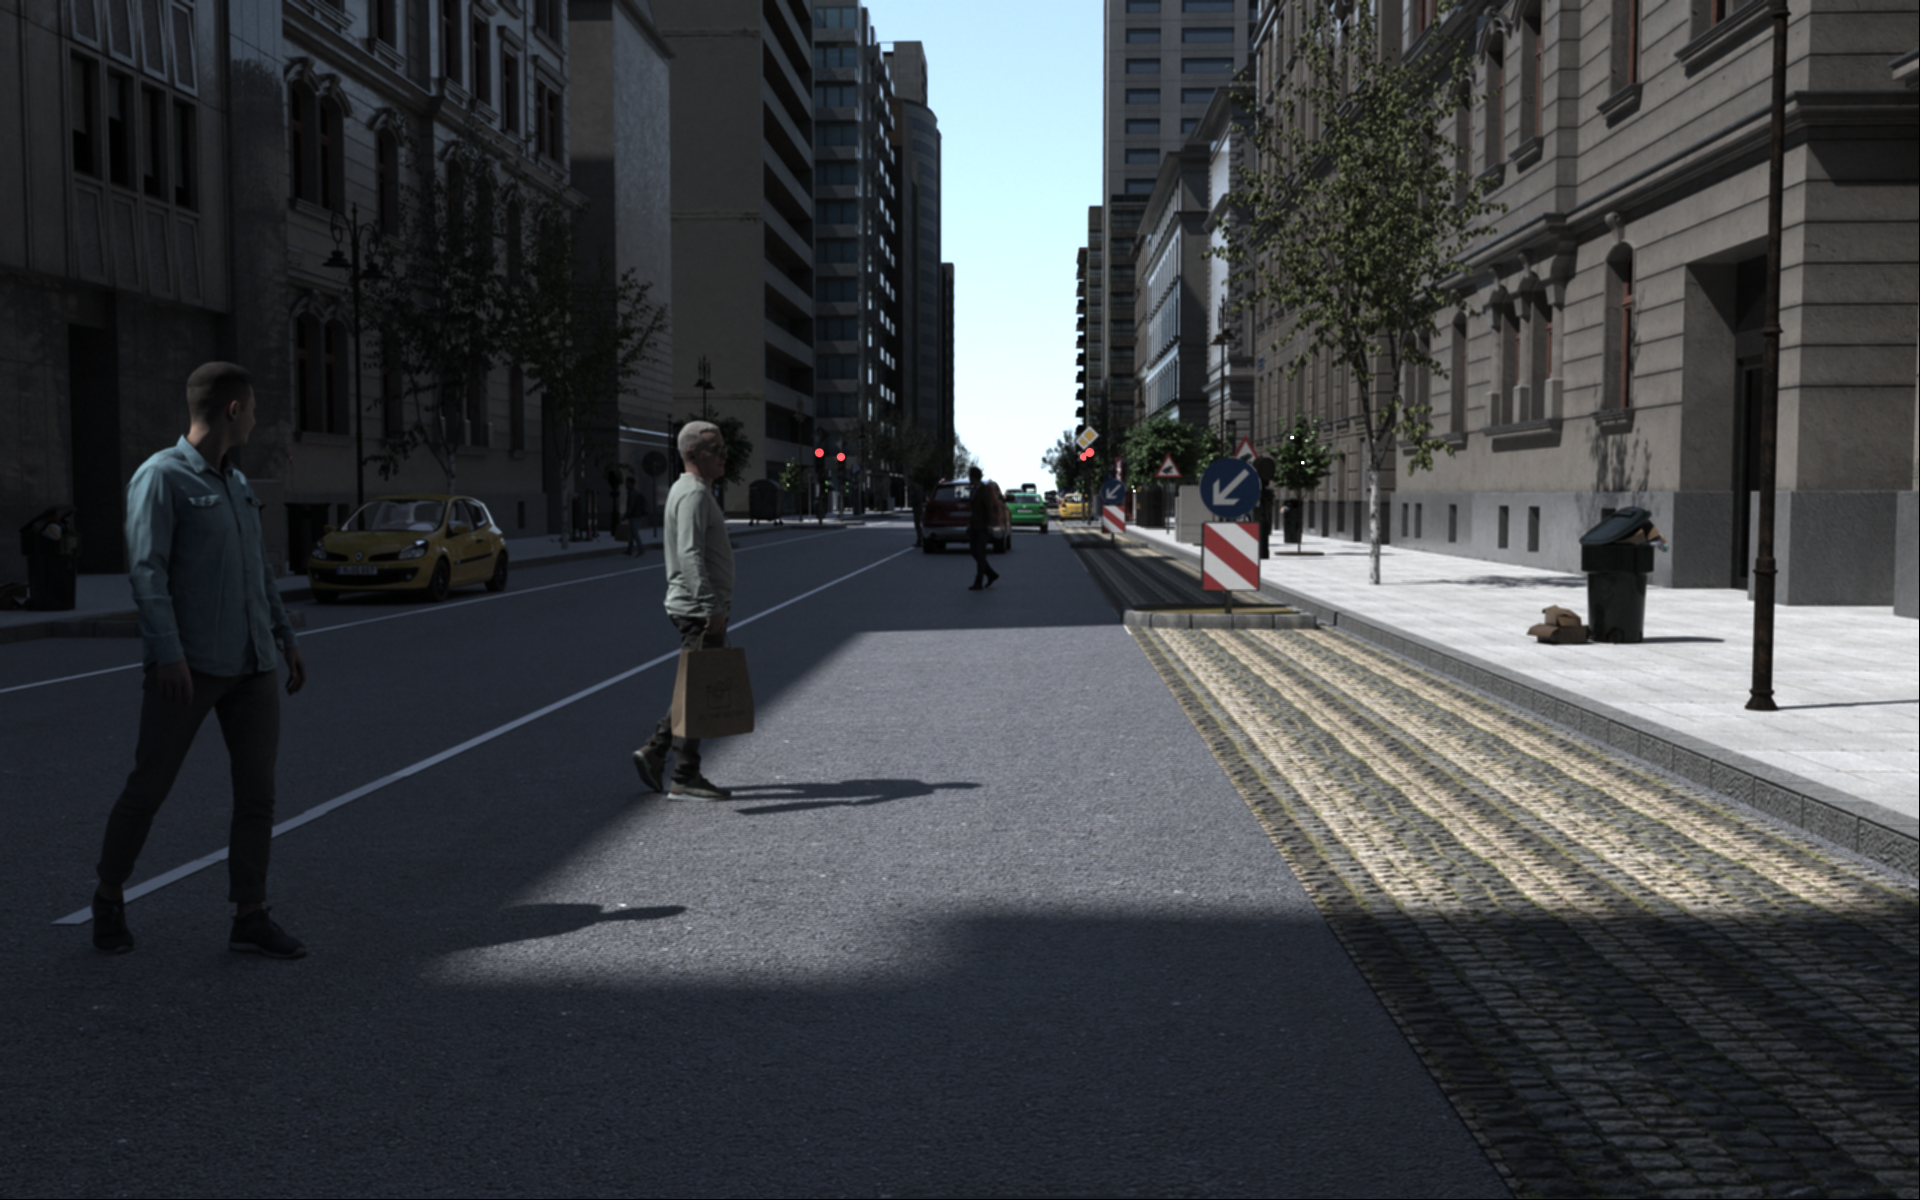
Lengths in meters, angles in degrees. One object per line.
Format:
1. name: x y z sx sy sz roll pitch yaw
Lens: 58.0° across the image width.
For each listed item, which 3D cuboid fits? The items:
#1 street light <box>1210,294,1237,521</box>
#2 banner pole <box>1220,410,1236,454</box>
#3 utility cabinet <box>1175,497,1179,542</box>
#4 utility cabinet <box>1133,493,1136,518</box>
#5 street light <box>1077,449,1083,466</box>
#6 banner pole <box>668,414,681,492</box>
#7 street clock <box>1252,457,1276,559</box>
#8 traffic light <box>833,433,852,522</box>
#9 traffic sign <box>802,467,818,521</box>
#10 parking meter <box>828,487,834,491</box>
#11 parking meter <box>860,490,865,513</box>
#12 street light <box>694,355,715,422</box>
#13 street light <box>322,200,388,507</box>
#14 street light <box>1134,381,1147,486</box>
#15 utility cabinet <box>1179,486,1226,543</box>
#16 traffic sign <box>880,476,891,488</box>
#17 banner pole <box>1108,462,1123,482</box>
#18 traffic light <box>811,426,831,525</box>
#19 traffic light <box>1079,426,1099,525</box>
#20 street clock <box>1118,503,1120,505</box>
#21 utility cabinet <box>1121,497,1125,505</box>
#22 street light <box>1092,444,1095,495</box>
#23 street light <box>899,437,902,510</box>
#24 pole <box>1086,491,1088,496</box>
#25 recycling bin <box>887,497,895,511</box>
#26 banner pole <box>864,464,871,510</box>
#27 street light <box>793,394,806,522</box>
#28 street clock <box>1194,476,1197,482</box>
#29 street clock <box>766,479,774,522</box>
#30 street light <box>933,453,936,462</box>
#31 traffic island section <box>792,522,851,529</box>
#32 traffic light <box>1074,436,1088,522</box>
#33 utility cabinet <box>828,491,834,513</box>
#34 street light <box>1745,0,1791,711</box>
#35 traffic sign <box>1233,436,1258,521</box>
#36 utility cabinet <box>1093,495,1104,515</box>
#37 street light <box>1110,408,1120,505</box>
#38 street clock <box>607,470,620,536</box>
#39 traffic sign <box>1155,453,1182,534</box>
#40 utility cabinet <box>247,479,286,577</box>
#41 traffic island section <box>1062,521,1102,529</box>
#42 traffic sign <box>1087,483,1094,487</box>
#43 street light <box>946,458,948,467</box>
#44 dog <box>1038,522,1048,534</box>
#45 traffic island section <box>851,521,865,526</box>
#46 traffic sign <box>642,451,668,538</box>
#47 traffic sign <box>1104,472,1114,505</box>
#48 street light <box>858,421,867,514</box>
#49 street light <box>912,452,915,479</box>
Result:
1. street light: 6.084 -4.123 40.198 0.468 5.910 1.993 0 4 2
2. banner pole: 7.943 -3.766 51.590 0.863 3.779 0.401 -3 5 -40
3. utility cabinet: 5.946 -2.170 46.637 0.306 1.237 1.020 0 4 4
4. utility cabinet: 9.207 -5.059 91.400 0.318 1.500 1.173 -1 4 -15
5. street light: 10.850 -11.069 153.765 0.468 5.910 1.993 0 4 2
6. banner pole: -8.918 -3.917 54.054 0.401 3.779 0.863 -3 5 -42
7. street clock: 5.963 -1.805 34.083 0.471 2.002 0.358 -3 4 -37
8. traffic light: -5.416 -5.545 79.575 0.839 4.253 0.868 0 4 2
9. traffic sign: -7.080 -4.987 81.643 0.768 2.556 0.104 1 4 10
10. parking meter: -9.684 -7.617 130.252 0.255 1.863 0.399 2 4 34
11. parking meter: -6.578 -6.609 116.467 0.372 1.533 0.369 0 3 0
12. street light: -8.470 -5.184 57.553 0.468 5.910 1.993 0 4 2
13. street light: -9.587 -3.352 27.598 0.468 5.910 1.993 0 4 2
14. street light: 7.340 -5.988 70.695 0.468 5.910 1.993 0 4 2
15. utility cabinet: 6.318 -2.230 45.146 1.173 1.500 0.318 0 4 1
16. traffic sign: -5.282 -7.514 122.953 0.768 2.556 0.104 0 4 7
17. banner pole: 11.009 -8.203 124.136 0.863 3.779 0.401 1 4 12
18. traffic light: -5.755 -5.057 71.598 0.839 4.253 0.868 0 4 2
19. traffic light: 5.297 -5.029 71.145 0.839 4.253 0.868 0 4 2
20. street clock: 12.601 -8.122 137.364 0.471 2.002 0.358 -3 5 -42
21. utility cabinet: 9.007 -5.110 94.714 0.306 1.237 1.020 0 4 -1
22. street light: 9.625 -9.231 123.716 0.468 5.910 1.993 0 4 2
23. street light: -4.771 -10.282 140.890 0.468 5.910 1.993 0 4 2
24. pole: 10.311 -8.976 140.605 0.158 3.312 0.155 0 3 0
25. recycling bin: -5.350 -7.267 131.364 0.722 1.027 0.722 1 4 9
26. banner pole: -7.693 -9.362 143.085 0.863 3.779 0.401 2 4 29
27. street light: -7.370 -6.556 79.977 0.468 5.910 1.993 0 4 2
28. street clock: 7.824 -3.143 55.962 0.471 2.002 0.358 -2 4 -26
29. street clock: -8.871 -4.661 80.782 0.358 2.002 0.471 -3 5 -44
30. street light: -2.824 -13.139 187.617 0.468 5.910 1.993 0 4 2
31. traffic island section: -5.795 -3.025 71.734 2.009 0.180 2.903 0 4 2
32. traffic light: 5.636 -5.517 79.123 0.839 4.253 0.868 0 4 2
33. utility cabinet: -8.662 -6.568 116.070 0.318 1.500 1.173 0 4 2
34. street light: 4.775 -2.285 10.141 0.468 5.910 1.993 0 4 2
35. traffic sign: 6.345 -2.359 38.567 0.884 2.594 0.081 0 4 6
36. utility cabinet: 8.629 -5.841 106.663 0.306 1.237 1.020 0 4 -7
37. street light: 8.331 -7.358 93.086 0.468 5.910 1.993 0 4 2
38. street clock: -10.496 -2.941 52.657 0.358 2.002 0.471 -3 5 -40
39. traffic sign: 6.655 -3.385 55.346 0.884 2.594 0.081 1 4 12
40. utility cabinet: -10.720 -1.054 25.919 0.318 1.500 1.173 3 4 38
41. traffic island section: 5.675 -3.483 79.236 2.009 0.180 2.903 0 4 2
42. traffic sign: 10.095 -8.164 133.582 0.768 2.556 0.104 0 4 6
43. street light: -1.641 -14.990 217.868 0.468 5.910 1.993 0 4 2
44. dog: 2.967 -2.596 62.643 0.550 0.427 0.748 3 4 39
45. traffic island section: -5.456 -3.513 79.712 2.009 0.180 2.903 0 4 2
46. traffic sign: -8.988 -3.113 51.006 0.768 2.556 0.104 0 4 3
47. traffic sign: 8.809 -6.205 101.554 0.768 2.556 0.104 1 4 10
48. street light: -6.182 -8.388 109.929 0.468 5.910 1.993 0 4 2
49. street light: -4.194 -11.230 156.394 0.468 5.910 1.993 0 4 2
